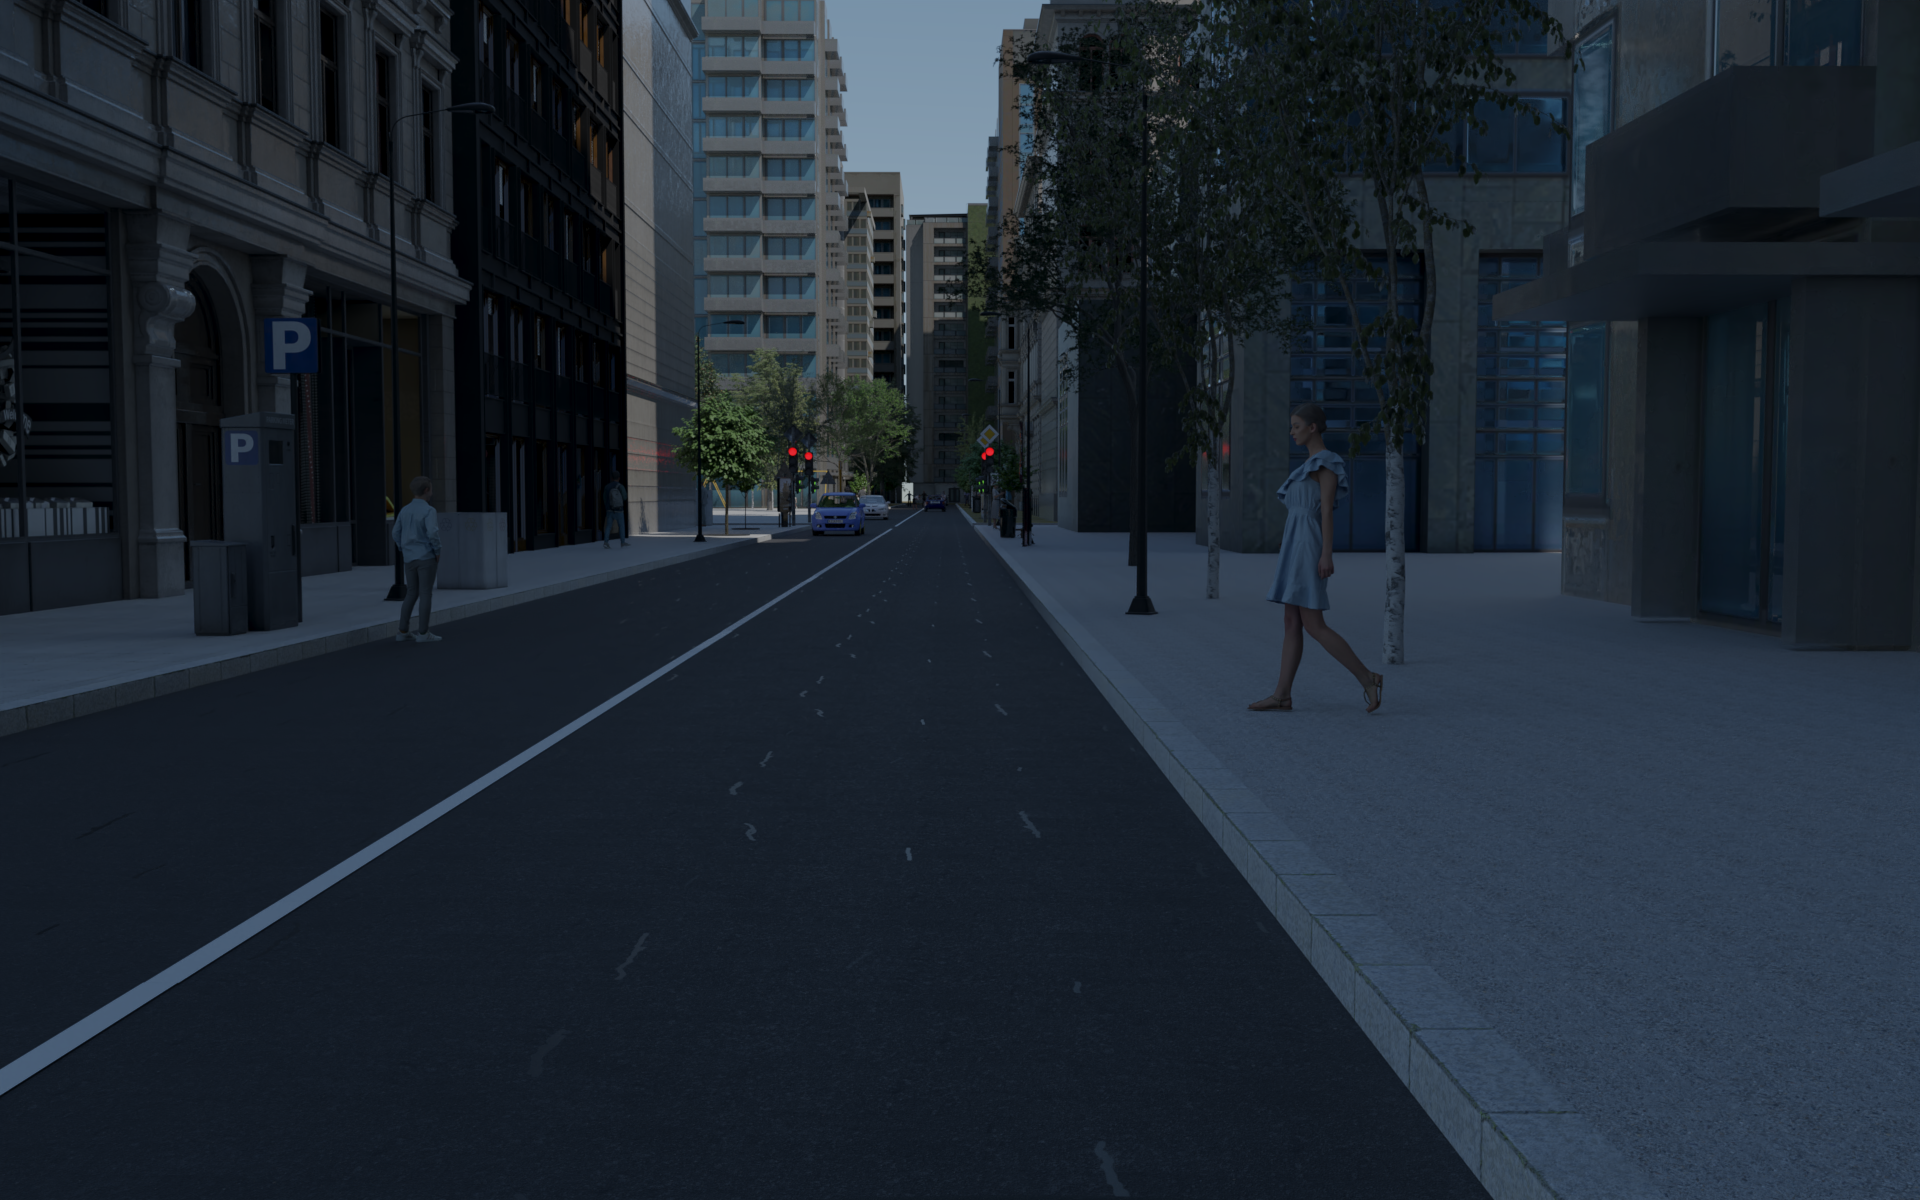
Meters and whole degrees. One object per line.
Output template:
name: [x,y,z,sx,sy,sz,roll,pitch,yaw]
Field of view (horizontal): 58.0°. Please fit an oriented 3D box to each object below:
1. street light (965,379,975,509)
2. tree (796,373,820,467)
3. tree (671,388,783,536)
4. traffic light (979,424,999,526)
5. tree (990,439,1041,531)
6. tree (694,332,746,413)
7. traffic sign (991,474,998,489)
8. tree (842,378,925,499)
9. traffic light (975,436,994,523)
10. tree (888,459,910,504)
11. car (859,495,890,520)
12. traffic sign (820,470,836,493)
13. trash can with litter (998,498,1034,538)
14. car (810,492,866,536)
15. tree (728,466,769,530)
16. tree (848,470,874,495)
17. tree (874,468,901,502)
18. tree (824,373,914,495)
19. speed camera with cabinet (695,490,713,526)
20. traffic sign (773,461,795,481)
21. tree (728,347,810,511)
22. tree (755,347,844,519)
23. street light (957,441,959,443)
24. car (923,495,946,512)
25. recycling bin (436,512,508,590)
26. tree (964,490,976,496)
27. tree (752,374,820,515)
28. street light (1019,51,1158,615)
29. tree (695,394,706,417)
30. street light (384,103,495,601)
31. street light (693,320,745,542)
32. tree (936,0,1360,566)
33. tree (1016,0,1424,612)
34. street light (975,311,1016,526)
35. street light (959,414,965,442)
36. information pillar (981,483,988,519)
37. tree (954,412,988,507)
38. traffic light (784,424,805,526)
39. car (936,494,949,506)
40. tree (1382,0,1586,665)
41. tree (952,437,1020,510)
street light: [1.046,-5.948,69.786,1.470,5.913,1.316,0,4,0]
tree: [-8.698,-11.644,124.784,7.601,10.594,8.767,1,4,15]
tree: [-7.157,-4.259,53.351,4.285,4.588,4.351,0,3,0]
traffic light: [1.173,-4.947,69.800,0.839,4.253,0.868,0,4,0]
tree: [1.819,-4.072,61.172,1.663,3.219,1.824,0,3,0]
tree: [-19.321,-12.370,119.257,9.611,12.733,9.660,0,3,0]
traffic sign: [1.662,-5.042,84.571,0.606,2.300,0.079,0,4,6]
tree: [-8.575,-17.247,188.647,9.857,13.997,8.962,0,3,0]
traffic light: [1.114,-5.435,77.785,0.839,4.253,0.868,0,4,0]
tree: [-8.407,-16.954,227.556,4.737,8.622,4.395,0,3,0]
car: [-4.953,-5.198,97.347,2.083,1.381,4.827,0,4,-2]
traffic sign: [-7.149,-5.741,93.874,0.884,2.594,0.081,0,4,3]
trash can with litter: [1.644,-2.401,50.650,1.055,1.170,0.624,0,4,8]
car: [-4.242,-3.123,60.652,1.945,1.707,3.694,0,4,0]
tree: [-7.889,-4.155,62.534,1.663,3.219,1.824,0,3,0]
tree: [-8.390,-8.914,140.343,1.663,3.219,1.824,0,3,0]
tree: [-8.352,-12.981,195.960,4.285,4.588,4.351,0,3,0]
tree: [-7.742,-13.568,147.598,9.928,11.665,9.643,0,3,0]
speed camera with cabinet: [-11.084,-4.649,70.346,2.038,3.252,0.660,-1,4,-10]
traffic sign: [-6.934,-4.176,68.289,0.884,2.594,0.081,0,4,7]
tree: [-14.769,-13.222,134.313,7.486,12.596,7.792,0,3,0]
tree: [-8.239,-8.366,87.143,4.360,8.622,3.978,0,3,0]
street light: [0.669,-9.382,125.936,1.470,5.913,1.316,0,4,0]
car: [-2.055,-7.841,140.787,1.945,1.354,3.894,0,4,-2]
recycling bin: [-6.644,-0.675,23.586,0.722,1.027,0.722,1,4,12]
tree: [0.921,-11.676,185.505,1.663,3.219,1.824,0,3,0]
tree: [-10.527,-9.500,105.680,4.737,8.622,4.395,0,3,0]
street light: [1.402,-2.801,18.341,1.470,5.913,1.316,0,4,0]
tree: [-17.859,-9.802,110.618,4.360,8.622,3.978,0,3,0]
street light: [-6.219,-2.947,20.721,1.470,5.913,1.316,0,4,0]
street light: [-6.434,-4.511,46.300,1.470,5.913,1.316,0,4,0]
tree: [3.360,-5.901,30.892,8.767,10.594,7.601,2,4,35]
tree: [2.869,-4.321,21.010,4.360,8.622,3.978,0,3,0]
street light: [1.206,-4.379,44.143,1.470,5.913,1.316,0,4,0]
street light: [0.815,-7.817,100.356,1.470,5.913,1.316,0,4,0]
information pillar: [1.277,-5.098,87.848,0.304,2.012,0.304,-3,5,-45]
tree: [1.265,-12.589,156.186,4.737,8.622,4.395,0,3,0]
traffic light: [-6.688,-4.942,69.726,0.839,4.253,0.868,0,4,0]
car: [-2.322,-12.019,208.515,2.014,1.417,4.499,0,4,0]
tree: [3.042,-3.819,12.809,4.360,8.622,3.978,0,3,0]
tree: [1.660,-6.593,91.508,4.285,4.588,4.351,0,3,0]
